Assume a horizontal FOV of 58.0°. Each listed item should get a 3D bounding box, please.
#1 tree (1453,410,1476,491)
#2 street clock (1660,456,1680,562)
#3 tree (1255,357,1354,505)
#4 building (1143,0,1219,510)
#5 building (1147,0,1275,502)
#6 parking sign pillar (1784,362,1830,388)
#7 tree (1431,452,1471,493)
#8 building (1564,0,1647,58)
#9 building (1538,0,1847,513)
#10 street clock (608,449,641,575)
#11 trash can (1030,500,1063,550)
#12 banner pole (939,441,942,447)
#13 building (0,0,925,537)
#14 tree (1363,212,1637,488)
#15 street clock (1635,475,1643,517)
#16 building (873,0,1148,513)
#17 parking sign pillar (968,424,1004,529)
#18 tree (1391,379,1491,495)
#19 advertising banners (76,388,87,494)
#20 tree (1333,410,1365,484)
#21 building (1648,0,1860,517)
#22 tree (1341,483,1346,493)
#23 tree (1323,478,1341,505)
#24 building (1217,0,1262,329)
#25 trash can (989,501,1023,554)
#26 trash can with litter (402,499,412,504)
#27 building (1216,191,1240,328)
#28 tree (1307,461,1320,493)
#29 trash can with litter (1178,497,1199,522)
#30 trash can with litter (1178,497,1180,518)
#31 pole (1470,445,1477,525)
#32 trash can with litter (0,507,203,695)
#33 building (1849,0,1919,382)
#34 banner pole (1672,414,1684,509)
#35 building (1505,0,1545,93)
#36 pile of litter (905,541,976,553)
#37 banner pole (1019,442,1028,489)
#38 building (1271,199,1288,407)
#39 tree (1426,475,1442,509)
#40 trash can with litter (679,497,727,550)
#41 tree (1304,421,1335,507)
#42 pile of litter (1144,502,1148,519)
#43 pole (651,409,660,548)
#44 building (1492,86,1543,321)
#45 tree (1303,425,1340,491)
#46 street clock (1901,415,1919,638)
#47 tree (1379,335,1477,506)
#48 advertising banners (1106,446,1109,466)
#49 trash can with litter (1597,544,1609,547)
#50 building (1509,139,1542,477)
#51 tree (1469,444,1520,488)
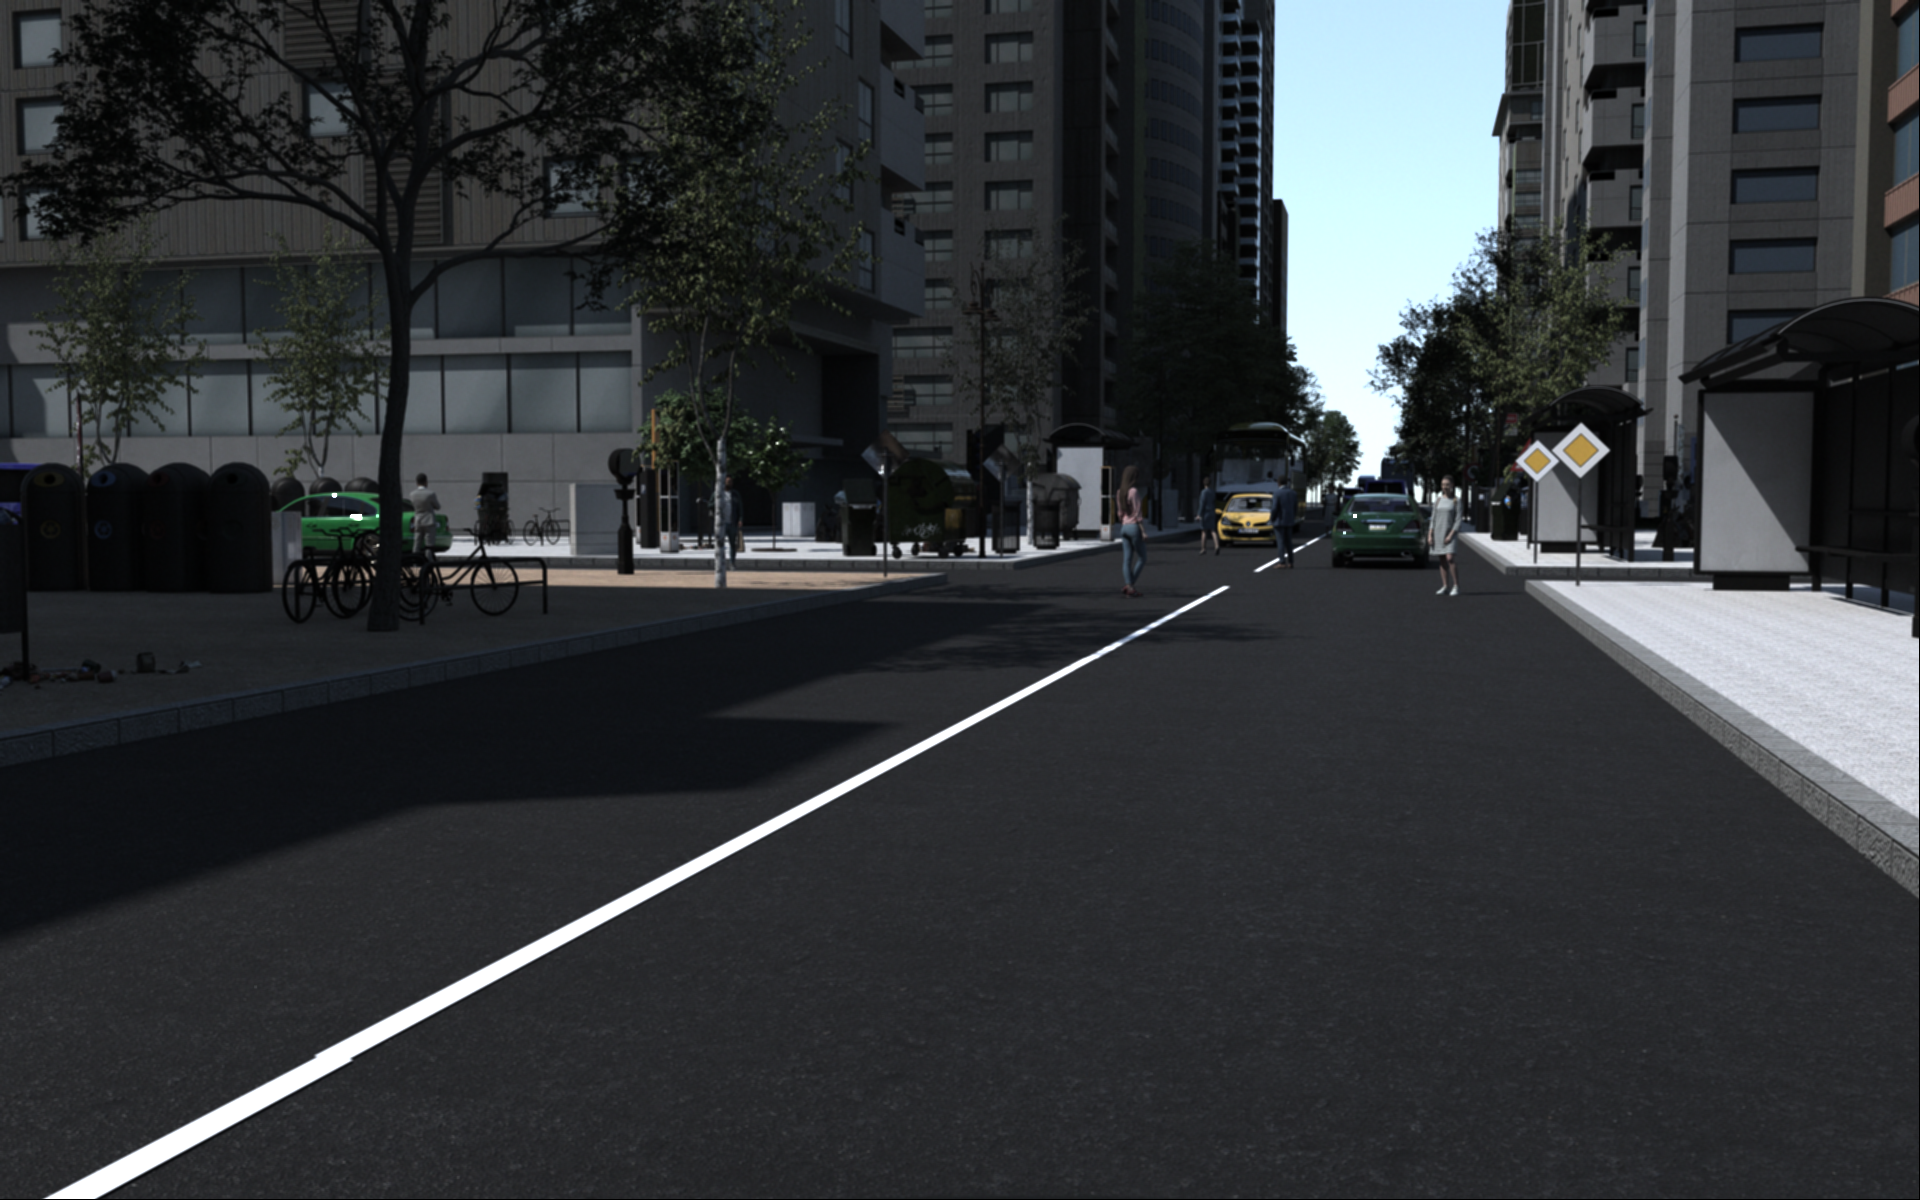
[{"bbox_3d":[38.917,-11.328,135.573,4.360,8.622,3.978,0,3,0],"label":"tree"},{"bbox_3d":[13.422,-1.724,32.764,0.358,2.002,0.471,1,4,18],"label":"street clock"},{"bbox_3d":[23.700,-12.415,128.747,9.928,11.665,9.643,0,3,0],"label":"tree"},{"bbox_3d":[9.498,-36.857,144.615,21.231,58.520,28.212,1,4,14],"label":"building"},{"bbox_3d":[34.793,-49.018,239.689,20.563,71.187,20.611,1,4,14],"label":"building"},{"bbox_3d":[15.957,-2.738,33.240,1.447,3.967,1.447,2,4,35],"label":"parking sign pillar"},{"bbox_3d":[30.805,-7.568,107.450,4.285,4.588,4.351,0,3,0],"label":"tree"},{"bbox_3d":[58.184,-32.685,123.644,28.713,52.752,27.495,1,4,14],"label":"building"},{"bbox_3d":[61.842,-37.262,151.228,21.231,58.520,28.212,1,4,14],"label":"building"},{"bbox_3d":[-5.343,-1.410,27.631,0.358,2.002,0.471,3,5,44],"label":"street clock"},{"bbox_3d":[2.005,-1.743,40.144,0.748,1.137,0.748,0,3,0],"label":"trash can"},{"bbox_3d":[-1.022,-5.590,81.418,0.401,3.779,0.863,2,4,26],"label":"banner pole"},{"bbox_3d":[-17.085,-29.057,64.314,28.713,52.752,27.495,1,4,14],"label":"building"},{"bbox_3d":[17.889,-7.577,58.295,8.767,10.594,7.601,0,4,4],"label":"tree"},{"bbox_3d":[25.471,-3.701,65.079,0.358,2.002,0.471,3,4,36],"label":"street clock"},{"bbox_3d":[2.503,-25.280,96.916,14.154,41.232,14.086,1,4,14],"label":"building"},{"bbox_3d":[0.982,-4.672,64.854,1.447,3.967,1.447,-1,4,-20],"label":"parking sign pillar"},{"bbox_3d":[45.706,-15.485,163.547,12.009,13.543,11.850,0,3,0],"label":"tree"},{"bbox_3d":[-14.996,-2.042,29.568,0.090,3.025,2.074,-2,4,-25],"label":"advertising banners"},{"bbox_3d":[50.595,-19.250,232.857,7.486,12.596,7.792,0,3,0],"label":"tree"},{"bbox_3d":[45.157,-33.218,85.120,21.231,58.520,28.212,1,4,14],"label":"building"},{"bbox_3d":[55.274,-15.747,252.067,1.663,3.219,1.824,0,3,0],"label":"tree"},{"bbox_3d":[44.785,-13.158,209.733,1.663,3.219,1.824,0,3,0],"label":"tree"},{"bbox_3d":[26.905,-55.119,213.864,22.319,86.520,31.000,1,4,14],"label":"building"},{"bbox_3d":[0.992,-1.577,37.435,0.748,1.137,0.748,0,3,0],"label":"trash can"},{"bbox_3d":[-12.842,-1.735,39.749,0.624,1.170,1.055,0,4,-3],"label":"trash can with litter"},{"bbox_3d":[18.958,-24.082,165.449,14.160,30.474,14.107,1,4,14],"label":"building"},{"bbox_3d":[28.352,-9.868,145.052,4.285,4.588,4.351,0,3,0],"label":"tree"},{"bbox_3d":[10.517,-4.194,79.626,1.678,1.210,2.233,0,4,6],"label":"trash can with litter"},{"bbox_3d":[11.246,-4.913,91.718,0.624,1.170,1.055,-1,4,-12],"label":"trash can with litter"},{"bbox_3d":[21.400,-4.791,72.168,0.158,3.312,0.155,0,3,0],"label":"pole"},{"bbox_3d":[-6.227,-0.050,11.870,1.678,1.210,2.233,3,5,41],"label":"trash can with litter"},{"bbox_3d":[37.655,-23.778,43.396,28.867,44.769,22.147,1,4,14],"label":"building"},{"bbox_3d":[22.659,-3.955,54.674,0.863,3.779,0.401,-3,5,-44],"label":"banner pole"},{"bbox_3d":[85.024,-49.239,243.308,20.563,71.187,20.611,1,4,14],"label":"building"},{"bbox_3d":[-0.404,-1.485,38.248,1.176,0.858,1.719,-3,4,-38],"label":"pile of litter"},{"bbox_3d":[3.031,-5.704,83.274,0.863,3.779,0.401,-3,5,-42],"label":"banner pole"},{"bbox_3d":[40.992,-37.108,256.830,14.600,45.320,14.200,1,4,14],"label":"building"},{"bbox_3d":[40.656,-9.378,147.927,1.663,3.219,1.824,0,3,0],"label":"tree"},{"bbox_3d":[-6.243,-1.793,40.368,1.678,1.210,2.233,1,4,21],"label":"trash can with litter"},{"bbox_3d":[35.741,-13.695,174.270,4.360,8.622,3.978,0,3,0],"label":"tree"},{"bbox_3d":[9.762,-4.674,90.387,1.719,0.858,1.176,1,4,12],"label":"pile of litter"},{"bbox_3d":[-7.284,-2.918,41.550,0.158,3.312,0.155,0,3,0],"label":"pole"},{"bbox_3d":[82.585,-38.541,219.390,28.713,52.752,27.495,1,4,14],"label":"building"},{"bbox_3d":[37.595,-14.151,181.731,4.737,8.622,4.395,0,3,0],"label":"tree"},{"bbox_3d":[8.621,-0.661,15.371,0.471,2.002,0.358,0,4,4],"label":"street clock"},{"bbox_3d":[52.507,-20.300,187.799,12.611,20.169,13.585,0,3,0],"label":"tree"},{"bbox_3d":[4.612,-3.908,60.079,0.090,3.025,2.074,3,4,37],"label":"advertising banners"},{"bbox_3d":[15.793,-1.888,42.250,0.624,1.170,1.055,2,4,35],"label":"trash can with litter"},{"bbox_3d":[71.093,-31.652,201.111,14.154,41.232,14.086,1,4,14],"label":"building"},{"bbox_3d":[20.035,-4.346,65.659,1.663,3.219,1.824,0,3,0],"label":"tree"}]
